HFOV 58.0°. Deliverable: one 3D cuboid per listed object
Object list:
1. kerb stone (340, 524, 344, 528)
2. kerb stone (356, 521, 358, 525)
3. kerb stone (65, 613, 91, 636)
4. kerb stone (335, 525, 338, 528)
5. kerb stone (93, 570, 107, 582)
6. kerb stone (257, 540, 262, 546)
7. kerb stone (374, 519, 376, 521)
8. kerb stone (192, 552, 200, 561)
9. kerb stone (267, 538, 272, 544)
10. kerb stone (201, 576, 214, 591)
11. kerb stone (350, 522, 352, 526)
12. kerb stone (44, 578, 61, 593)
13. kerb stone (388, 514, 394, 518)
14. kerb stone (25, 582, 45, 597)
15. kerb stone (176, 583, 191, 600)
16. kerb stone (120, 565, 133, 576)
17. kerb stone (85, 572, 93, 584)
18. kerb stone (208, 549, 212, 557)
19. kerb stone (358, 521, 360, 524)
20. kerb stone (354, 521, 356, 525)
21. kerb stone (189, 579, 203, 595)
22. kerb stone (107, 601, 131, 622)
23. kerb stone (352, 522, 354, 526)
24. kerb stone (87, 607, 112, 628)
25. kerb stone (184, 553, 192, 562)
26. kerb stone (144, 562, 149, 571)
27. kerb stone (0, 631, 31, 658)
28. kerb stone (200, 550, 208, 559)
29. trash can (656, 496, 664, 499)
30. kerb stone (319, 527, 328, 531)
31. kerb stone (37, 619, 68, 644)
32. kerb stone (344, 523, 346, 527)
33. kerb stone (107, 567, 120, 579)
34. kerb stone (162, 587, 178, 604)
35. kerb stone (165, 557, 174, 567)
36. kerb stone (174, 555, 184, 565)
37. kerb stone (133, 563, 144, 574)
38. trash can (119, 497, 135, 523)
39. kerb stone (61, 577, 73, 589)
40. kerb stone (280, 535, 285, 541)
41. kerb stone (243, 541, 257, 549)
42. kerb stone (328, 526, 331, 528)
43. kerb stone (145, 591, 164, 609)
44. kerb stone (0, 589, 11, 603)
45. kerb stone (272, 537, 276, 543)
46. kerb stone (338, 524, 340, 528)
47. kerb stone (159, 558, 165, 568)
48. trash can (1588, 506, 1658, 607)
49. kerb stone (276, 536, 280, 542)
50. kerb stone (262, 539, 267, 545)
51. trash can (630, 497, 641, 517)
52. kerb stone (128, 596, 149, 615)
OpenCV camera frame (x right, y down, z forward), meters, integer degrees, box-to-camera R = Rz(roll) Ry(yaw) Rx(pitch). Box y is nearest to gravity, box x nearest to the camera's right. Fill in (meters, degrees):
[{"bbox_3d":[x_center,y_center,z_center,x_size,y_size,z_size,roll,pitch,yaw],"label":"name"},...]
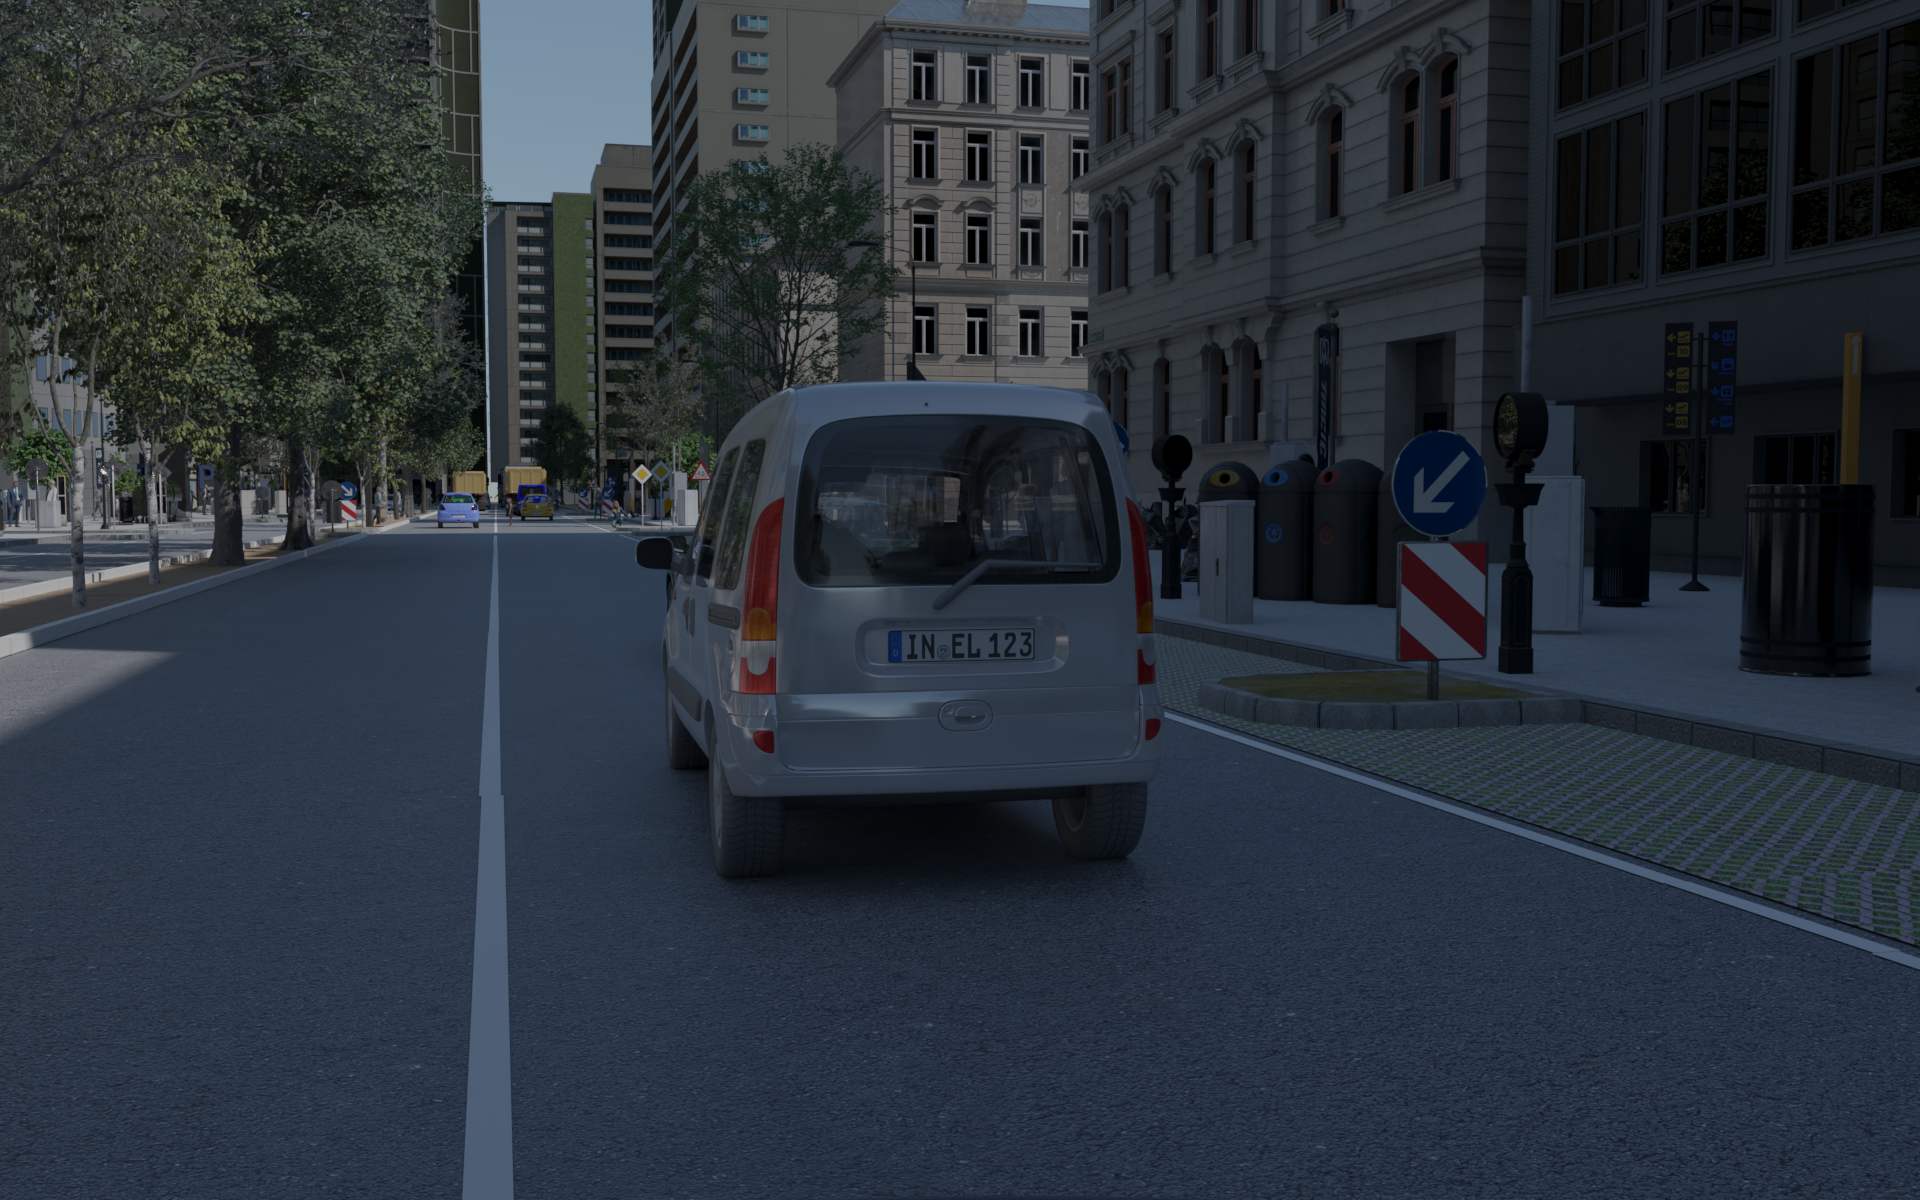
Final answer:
[{"bbox_3d":[-25.908,-3.064,72.297,0.120,0.150,1.000,-1,4,-15],"label":"kerb stone"},{"bbox_3d":[-27.766,-3.488,79.227,0.120,0.150,1.000,-1,4,-15],"label":"kerb stone"},{"bbox_3d":[-9.165,0.266,17.858,0.120,0.150,1.000,-1,4,-15],"label":"kerb stone"},{"bbox_3d":[-25.121,-2.883,69.330,0.120,0.150,1.000,-1,4,-15],"label":"kerb stone"},{"bbox_3d":[-14.111,-0.369,28.223,0.120,0.150,1.000,-1,4,-15],"label":"kerb stone"},{"bbox_3d":[-19.149,-1.516,47.025,0.120,0.150,1.000,-1,4,-15],"label":"kerb stone"},{"bbox_3d":[-32.289,-4.518,96.081,0.120,0.150,1.000,-1,4,-15],"label":"kerb stone"},{"bbox_3d":[-16.492,-0.910,37.128,0.120,0.150,1.000,-1,4,-15],"label":"kerb stone"},{"bbox_3d":[-19.674,-1.638,49.008,0.120,0.150,1.000,-1,4,-15],"label":"kerb stone"},{"bbox_3d":[-11.286,-0.218,25.760,0.120,0.150,1.000,-1,4,-15],"label":"kerb stone"},{"bbox_3d":[-26.980,-3.306,76.250,0.120,0.150,1.000,-1,4,-15],"label":"kerb stone"},{"bbox_3d":[-13.327,-0.187,25.247,0.120,0.150,1.000,-1,4,-15],"label":"kerb stone"},{"bbox_3d":[-35.731,-5.307,108.964,0.120,0.150,1.000,-1,4,-15],"label":"kerb stone"},{"bbox_3d":[-13.046,-0.125,24.254,0.120,0.150,1.000,-1,4,-15],"label":"kerb stone"},{"bbox_3d":[-10.750,-0.097,23.786,0.120,0.150,1.000,-1,4,-15],"label":"kerb stone"},{"bbox_3d":[-14.639,-0.490,30.199,0.120,0.150,1.000,-1,4,-15],"label":"kerb stone"},{"bbox_3d":[-13.845,-0.305,27.226,0.120,0.150,1.000,-1,4,-15],"label":"kerb stone"},{"bbox_3d":[-17.023,-1.034,39.109,0.120,0.150,1.000,-1,4,-15],"label":"kerb stone"},{"bbox_3d":[-28.031,-3.548,80.214,0.120,0.150,1.000,-1,4,-15],"label":"kerb stone"},{"bbox_3d":[-27.508,-3.426,78.236,0.120,0.150,1.000,-1,4,-15],"label":"kerb stone"},{"bbox_3d":[-11.013,-0.158,24.774,0.120,0.150,1.000,-1,4,-15],"label":"kerb stone"},{"bbox_3d":[-9.689,0.146,19.838,0.120,0.150,1.000,-1,4,-15],"label":"kerb stone"},{"bbox_3d":[-27.237,-3.367,77.251,0.120,0.150,1.000,-1,4,-15],"label":"kerb stone"},{"bbox_3d":[-9.428,0.208,18.845,0.120,0.150,1.000,-1,4,-15],"label":"kerb stone"},{"bbox_3d":[-16.223,-0.852,36.133,0.120,0.150,1.000,-1,4,-15],"label":"kerb stone"},{"bbox_3d":[-15.171,-0.607,32.176,0.120,0.150,1.000,-1,4,-15],"label":"kerb stone"},{"bbox_3d":[-8.630,0.386,15.885,0.120,0.150,1.000,-1,4,-15],"label":"kerb stone"},{"bbox_3d":[-16.758,-0.974,38.122,0.120,0.150,1.000,-1,4,-15],"label":"kerb stone"},{"bbox_3d":[-19.142,-6.046,110.512,0.748,1.137,0.748,0,3,0],"label":"trash can"},{"bbox_3d":[-24.053,-2.639,65.343,0.120,0.150,1.000,-1,4,-15],"label":"kerb stone"},{"bbox_3d":[-8.900,0.326,16.871,0.120,0.150,1.000,-1,4,-15],"label":"kerb stone"},{"bbox_3d":[-26.180,-3.125,73.282,0.120,0.150,1.000,-1,4,-15],"label":"kerb stone"},{"bbox_3d":[-14.377,-0.427,29.211,0.120,0.150,1.000,-1,4,-15],"label":"kerb stone"},{"bbox_3d":[-10.484,-0.033,22.800,0.120,0.150,1.000,-1,4,-15],"label":"kerb stone"},{"bbox_3d":[-15.700,-0.731,34.151,0.120,0.150,1.000,-1,4,-15],"label":"kerb stone"},{"bbox_3d":[-15.962,-0.792,35.143,0.120,0.150,1.000,-1,4,-15],"label":"kerb stone"},{"bbox_3d":[-14.905,-0.549,31.190,0.120,0.150,1.000,-1,4,-15],"label":"kerb stone"},{"bbox_3d":[-37.354,-4.038,77.678,0.748,1.137,0.748,0,3,0],"label":"trash can"},{"bbox_3d":[-13.582,-0.247,26.237,0.120,0.150,1.000,-1,4,-15],"label":"kerb stone"},{"bbox_3d":[-20.466,-1.822,51.977,0.120,0.150,1.000,-1,4,-15],"label":"kerb stone"},{"bbox_3d":[-18.883,-1.458,46.033,0.120,0.150,1.000,-1,4,-15],"label":"kerb stone"},{"bbox_3d":[-24.316,-2.696,66.333,0.120,0.150,1.000,-1,4,-15],"label":"kerb stone"},{"bbox_3d":[-10.221,0.025,21.812,0.120,0.150,1.000,-1,4,-15],"label":"kerb stone"},{"bbox_3d":[-12.780,-0.060,23.263,0.120,0.150,1.000,-1,4,-15],"label":"kerb stone"},{"bbox_3d":[-19.944,-1.700,49.996,0.120,0.150,1.000,-1,4,-15],"label":"kerb stone"},{"bbox_3d":[-25.385,-2.943,70.318,0.120,0.150,1.000,-1,4,-15],"label":"kerb stone"},{"bbox_3d":[-15.433,-0.666,33.164,0.120,0.150,1.000,-1,4,-15],"label":"kerb stone"},{"bbox_3d":[7.563,-0.498,19.790,0.748,1.137,0.748,0,3,0],"label":"trash can"},{"bbox_3d":[-20.204,-1.761,50.985,0.120,0.150,1.000,-1,4,-15],"label":"kerb stone"},{"bbox_3d":[-19.412,-1.576,48.013,0.120,0.150,1.000,-1,4,-15],"label":"kerb stone"},{"bbox_3d":[-18.454,-5.312,98.506,0.748,1.137,0.748,0,3,0],"label":"trash can"},{"bbox_3d":[-9.948,0.084,20.826,0.120,0.150,1.000,-1,4,-15],"label":"kerb stone"}]
